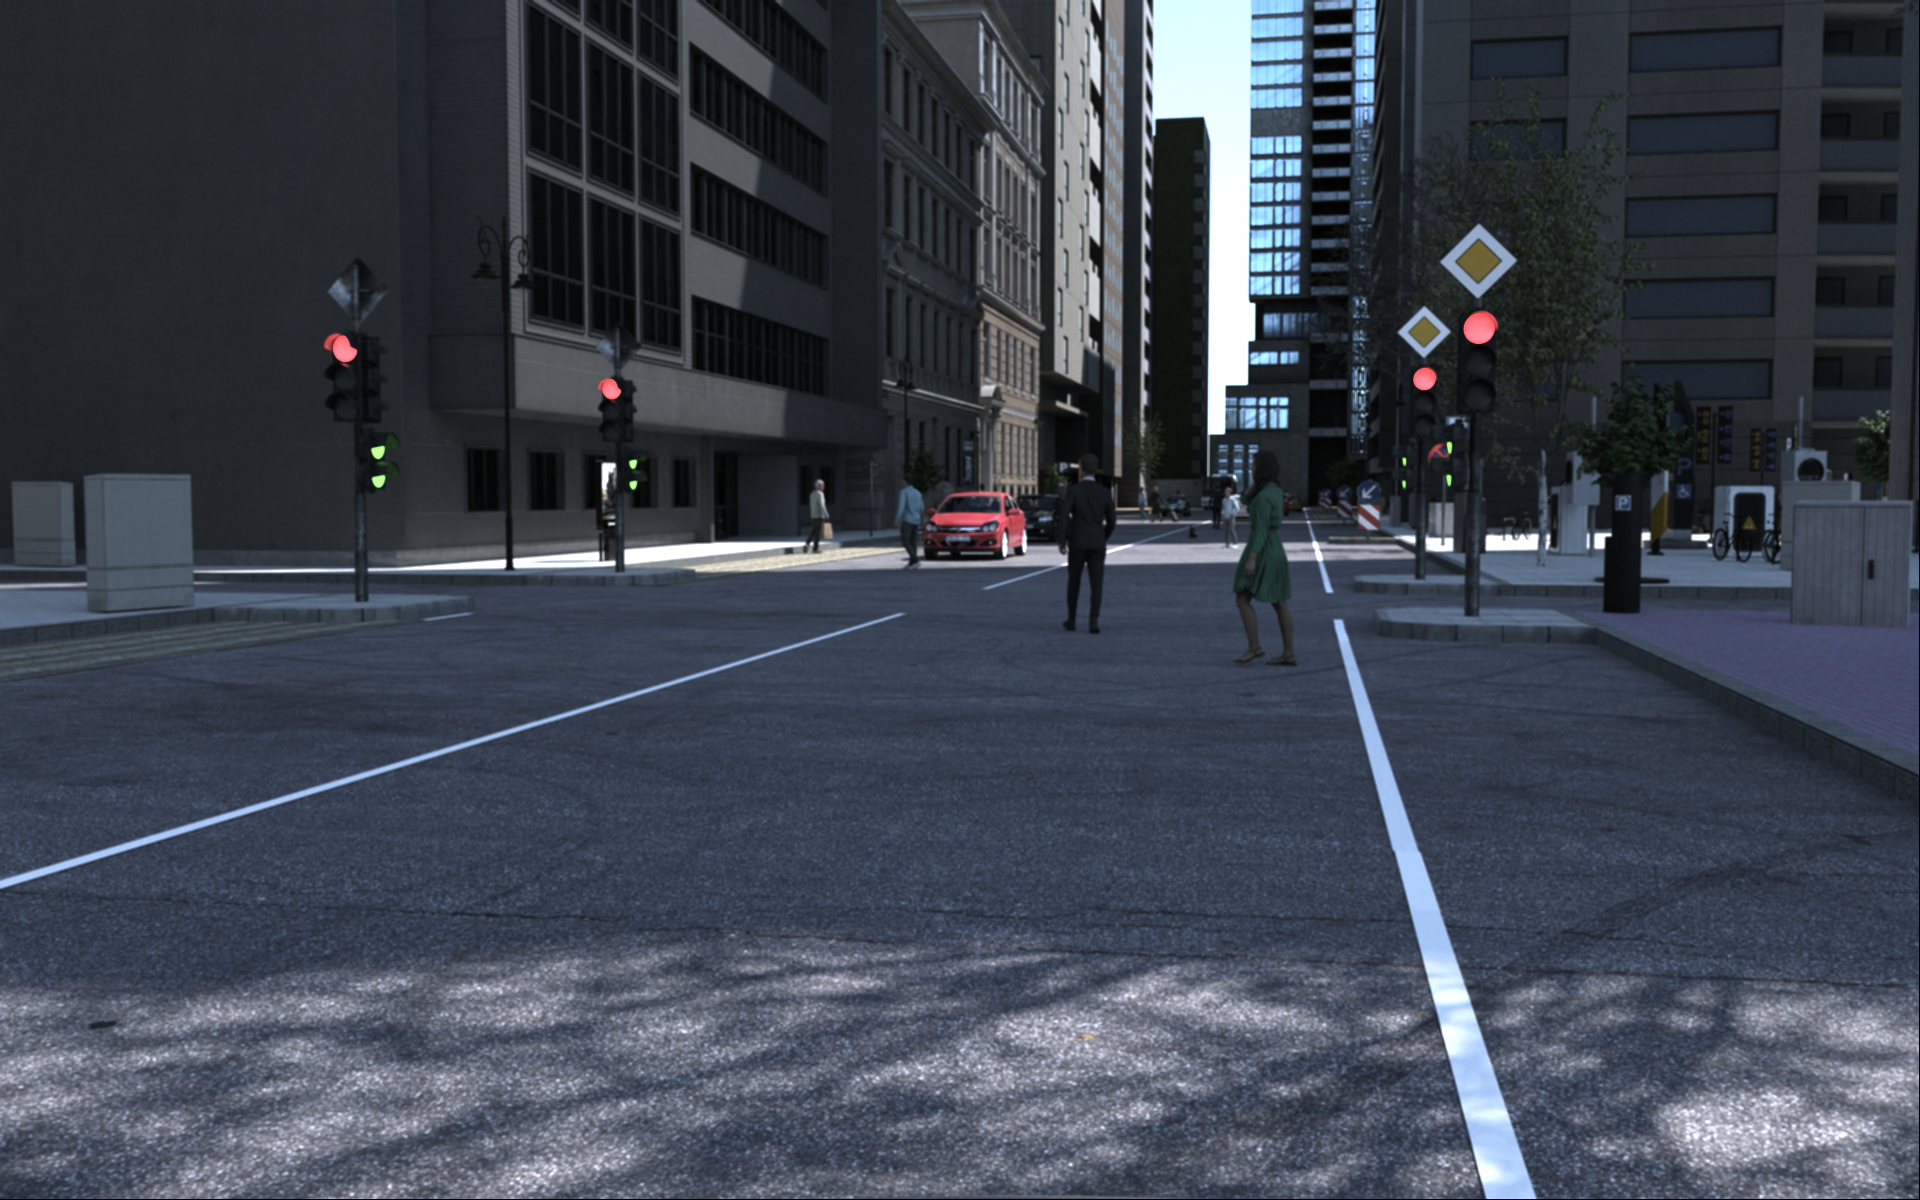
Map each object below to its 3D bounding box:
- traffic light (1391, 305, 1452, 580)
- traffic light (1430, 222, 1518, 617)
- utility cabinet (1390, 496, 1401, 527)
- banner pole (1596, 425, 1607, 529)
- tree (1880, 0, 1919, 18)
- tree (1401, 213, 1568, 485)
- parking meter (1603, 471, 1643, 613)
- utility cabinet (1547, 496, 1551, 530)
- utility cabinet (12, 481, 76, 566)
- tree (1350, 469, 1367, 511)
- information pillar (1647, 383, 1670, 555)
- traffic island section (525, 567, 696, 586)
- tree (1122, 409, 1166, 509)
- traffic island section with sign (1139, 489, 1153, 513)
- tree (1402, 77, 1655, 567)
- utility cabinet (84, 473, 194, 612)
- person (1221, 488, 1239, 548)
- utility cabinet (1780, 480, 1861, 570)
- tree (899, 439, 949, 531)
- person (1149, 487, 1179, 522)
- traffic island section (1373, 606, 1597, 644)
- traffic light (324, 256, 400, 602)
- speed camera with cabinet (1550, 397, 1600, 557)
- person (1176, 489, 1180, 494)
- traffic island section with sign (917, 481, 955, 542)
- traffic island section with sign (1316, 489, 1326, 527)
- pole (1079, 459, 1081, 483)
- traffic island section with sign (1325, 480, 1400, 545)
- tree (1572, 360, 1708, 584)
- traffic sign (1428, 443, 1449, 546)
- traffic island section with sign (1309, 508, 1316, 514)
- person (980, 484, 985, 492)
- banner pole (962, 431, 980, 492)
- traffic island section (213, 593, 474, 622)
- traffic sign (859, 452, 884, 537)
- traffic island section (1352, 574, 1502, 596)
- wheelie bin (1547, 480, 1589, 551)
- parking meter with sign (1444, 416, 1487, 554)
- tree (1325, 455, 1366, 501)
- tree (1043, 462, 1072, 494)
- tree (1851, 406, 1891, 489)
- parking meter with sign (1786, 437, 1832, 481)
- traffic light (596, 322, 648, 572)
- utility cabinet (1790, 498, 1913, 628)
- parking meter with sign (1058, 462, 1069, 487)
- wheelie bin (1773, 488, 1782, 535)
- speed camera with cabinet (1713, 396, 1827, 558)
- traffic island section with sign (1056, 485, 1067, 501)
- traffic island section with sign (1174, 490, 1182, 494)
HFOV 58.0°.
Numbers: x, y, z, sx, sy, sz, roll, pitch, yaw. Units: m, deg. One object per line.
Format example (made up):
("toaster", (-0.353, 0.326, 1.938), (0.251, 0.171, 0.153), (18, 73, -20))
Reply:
("traffic light", (6.902, -2.264, 25.936), (0.839, 4.253, 0.868), (1, 4, 11))
("traffic light", (5.363, -1.785, 18.101), (0.839, 4.253, 0.868), (1, 4, 11))
("utility cabinet", (16.952, -3.440, 67.407), (0.306, 1.237, 1.020), (0, 4, 7))
("banner pole", (23.271, -4.470, 63.102), (0.863, 3.779, 0.401), (-2, 4, -33))
("tree", (6.876, -5.981, 8.166), (12.009, 13.543, 11.850), (0, 3, 0))
("tree", (13.467, -5.802, 45.226), (4.360, 8.622, 3.978), (0, 3, 0))
("parking meter", (7.183, -0.633, 18.759), (0.372, 1.533, 0.369), (0, 3, 0))
("utility cabinet", (21.138, -3.060, 61.191), (1.020, 1.237, 0.306), (1, 4, 20))
("utility cabinet", (-16.175, -1.340, 30.592), (1.173, 1.500, 0.318), (1, 4, 23))
("tree", (30.853, -8.518, 133.875), (1.663, 3.219, 1.824), (0, 3, 0))
("information pillar", (14.642, -2.745, 36.231), (0.183, 3.616, 0.504), (-1, 4, -10))
("traffic island section", (-5.613, -0.381, 28.504), (2.009, 0.180, 2.903), (1, 4, 11))
("tree", (15.848, -12.137, 148.796), (4.737, 8.622, 4.395), (0, 3, 0))
("traffic island section with sign", (14.325, -7.319, 128.300), (1.989, 1.847, 2.006), (1, 4, 11))
("tree", (10.130, -4.888, 30.283), (4.737, 8.622, 4.395), (0, 3, 0))
("utility cabinet", (-9.075, -0.641, 19.157), (0.318, 1.500, 1.173), (1, 4, 23))
("person", (7.117, -2.176, 45.883), (0.330, 1.601, 0.589), (-2, 4, -32))
("utility cabinet", (14.252, -1.224, 28.698), (0.318, 1.500, 1.173), (-2, 4, -34))
("tree", (-1.196, -4.039, 60.632), (1.663, 3.219, 1.824), (0, 3, 0))
("person", (10.308, -4.856, 88.110), (1.509, 1.804, 0.699), (2, 4, 32))
("traffic island section", (5.400, 0.249, 18.207), (2.009, 0.180, 2.903), (1, 4, 11))
("traffic light", (-7.114, -1.933, 20.526), (0.839, 4.253, 0.868), (1, 4, 11))
("speed camera with cabinet", (12.780, -2.547, 35.987), (0.660, 3.252, 2.038), (0, 4, 7))
("person", (18.235, -8.356, 145.051), (1.348, 1.831, 0.705), (3, 4, 38))
("traffic island section with sign", (-0.531, -2.688, 52.582), (1.989, 1.847, 2.006), (1, 4, 11))
("traffic island section with sign", (16.883, -4.159, 76.633), (1.989, 1.847, 2.006), (1, 4, 11))
("pole", (7.025, -6.583, 101.477), (0.158, 3.312, 0.155), (0, 3, 0))
("traffic island section with sign", (11.702, -2.541, 50.179), (1.989, 1.847, 2.006), (1, 4, 11))
("tree", (9.703, -1.876, 25.268), (1.663, 3.219, 1.824), (0, 3, 0))
("traffic sign", (11.957, -2.611, 42.801), (0.768, 2.556, 0.104), (1, 4, 15))
("traffic island section with sign", (26.614, -7.188, 126.146), (1.989, 1.847, 2.006), (1, 4, 11))
("person", (0.759, -2.982, 57.590), (0.374, 1.781, 0.599), (2, 4, 33))
("banner pole", (0.489, -4.818, 68.796), (0.863, 3.779, 0.401), (0, 4, -3))
("traffic island section", (-7.152, 0.099, 20.668), (2.009, 0.180, 2.903), (1, 4, 11))
("traffic sign", (-2.673, -3.177, 52.048), (0.768, 2.556, 0.104), (1, 4, 13))
("traffic island section", (6.939, -0.230, 26.043), (2.009, 0.180, 2.903), (1, 4, 11))
("wheelie bin", (13.289, -1.835, 37.908), (0.693, 1.594, 0.980), (2, 4, 34))
("parking meter with sign", (11.147, -2.555, 38.041), (0.543, 3.016, 1.738), (0, 4, -2))
("tree", (32.579, -9.957, 146.507), (4.285, 4.588, 4.351), (0, 3, 0))
("tree", (5.602, -6.579, 102.161), (1.663, 3.219, 1.824), (0, 3, 0))
("tree", (32.639, -4.680, 60.230), (4.285, 4.588, 4.351), (0, 3, 0))
("parking meter with sign", (26.141, -3.456, 52.774), (1.738, 3.016, 0.543), (0, 4, 8))
("traffic light", (-5.575, -2.412, 28.362), (0.839, 4.253, 0.868), (1, 4, 11))
("utility cabinet", (8.734, -0.356, 16.978), (1.020, 1.237, 0.306), (2, 4, 33))
("parking meter with sign", (5.551, -5.998, 94.335), (0.543, 3.016, 1.738), (1, 4, 10))
("wheelie bin", (25.956, -2.849, 54.492), (0.693, 1.594, 0.980), (0, 4, -1))
("speed camera with cabinet", (16.367, -2.485, 34.970), (2.038, 3.252, 0.660), (0, 4, -3))
("traffic island section with sign", (4.694, -4.319, 79.237), (1.989, 1.847, 2.006), (1, 4, 11))
("traffic island section with sign", (19.523, -8.937, 154.751), (1.989, 1.847, 2.006), (1, 4, 11))
